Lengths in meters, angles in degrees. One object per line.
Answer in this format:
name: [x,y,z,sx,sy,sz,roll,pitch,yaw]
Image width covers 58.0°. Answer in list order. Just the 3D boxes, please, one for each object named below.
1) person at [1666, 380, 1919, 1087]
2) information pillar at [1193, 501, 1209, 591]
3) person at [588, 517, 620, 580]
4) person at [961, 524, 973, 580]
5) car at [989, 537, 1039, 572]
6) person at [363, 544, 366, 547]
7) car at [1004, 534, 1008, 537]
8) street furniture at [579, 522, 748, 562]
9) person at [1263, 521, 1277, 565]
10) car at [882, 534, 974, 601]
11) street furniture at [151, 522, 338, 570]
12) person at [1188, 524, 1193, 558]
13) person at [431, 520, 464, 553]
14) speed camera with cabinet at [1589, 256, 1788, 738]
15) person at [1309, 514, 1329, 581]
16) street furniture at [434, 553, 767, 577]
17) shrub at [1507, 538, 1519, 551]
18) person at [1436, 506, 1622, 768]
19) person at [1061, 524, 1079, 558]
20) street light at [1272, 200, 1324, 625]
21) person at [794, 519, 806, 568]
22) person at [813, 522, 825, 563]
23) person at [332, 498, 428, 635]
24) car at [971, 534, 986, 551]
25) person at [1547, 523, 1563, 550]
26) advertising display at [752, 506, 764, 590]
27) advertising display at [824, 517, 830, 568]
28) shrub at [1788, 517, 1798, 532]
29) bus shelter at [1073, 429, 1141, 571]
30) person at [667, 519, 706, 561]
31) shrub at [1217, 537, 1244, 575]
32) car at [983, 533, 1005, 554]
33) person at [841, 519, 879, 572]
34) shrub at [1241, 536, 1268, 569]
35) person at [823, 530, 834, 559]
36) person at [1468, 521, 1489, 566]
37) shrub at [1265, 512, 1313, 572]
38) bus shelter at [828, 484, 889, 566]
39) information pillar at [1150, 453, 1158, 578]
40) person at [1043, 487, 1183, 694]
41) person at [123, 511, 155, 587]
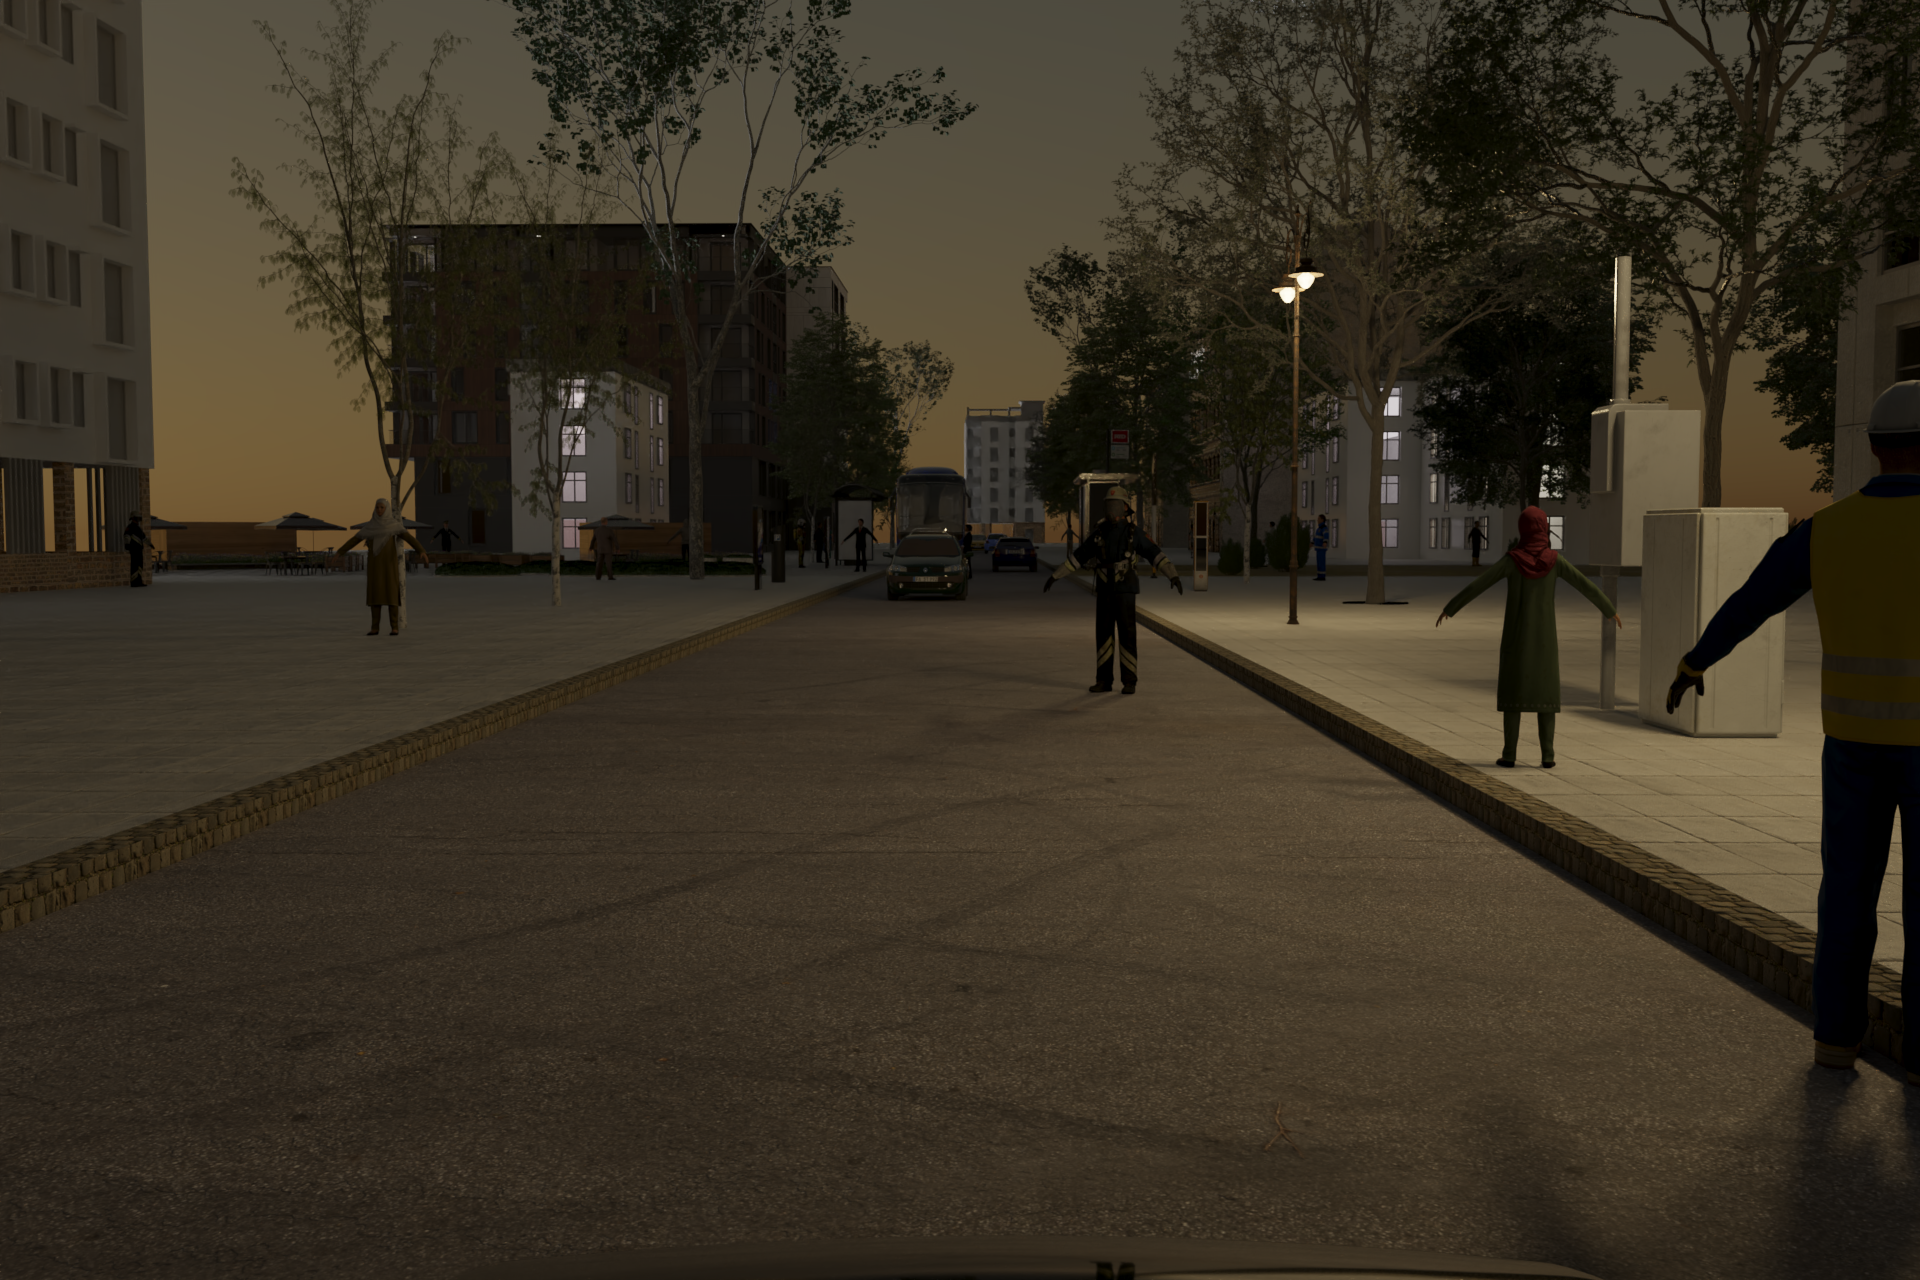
person: [2.505,0.234,4.599,0.705,1.833,1.349,-3,5,-43]
information pillar: [5.386,-2.097,38.780,0.304,2.012,0.304,0,4,1]
person: [-9.914,-2.553,48.335,0.990,1.755,0.434,1,4,22]
person: [0.168,-2.731,53.833,0.721,1.740,1.216,1,4,11]
car: [2.090,-3.309,66.684,1.945,1.354,3.894,0,4,1]
person: [-16.472,-2.573,48.857,0.721,1.737,1.214,1,4,10]
car: [3.637,-9.005,157.025,2.009,1.686,4.222,0,4,0]
street furniture: [-11.358,-3.737,67.957,11.010,1.723,9.812,-2,4,-28]
person: [12.918,-4.016,71.845,0.705,1.806,1.347,2,4,33]
car: [-0.688,-1.761,38.578,2.009,1.686,4.222,0,4,1]
street furniture: [-26.637,-3.557,65.011,11.010,1.723,9.812,-3,5,-44]
person: [12.311,-5.196,91.097,0.704,1.843,1.345,-1,4,-23]
person: [-20.707,-3.910,69.858,1.347,1.837,0.705,-2,4,-34]
speed camera with cabinet: [4.911,-1.066,11.773,0.660,3.252,2.038,0,4,1]
person: [9.897,-2.545,47.583,0.704,1.831,1.345,0,4,-5]
street furniture: [-11.005,-2.368,54.339,10.072,0.657,5.734,0,4,0]
shrub: [21.266,-3.366,66.155,1.383,1.207,1.383,0,3,0]
person: [3.142,-0.022,9.572,0.989,1.438,0.599,1,4,10]
person: [5.696,-5.086,89.423,1.348,1.796,0.705,3,5,43]
street light: [4.736,-3.160,24.451,0.468,5.910,1.993,0,4,1]
person: [-5.979,-3.659,65.601,0.705,1.858,1.354,0,4,-2]
person: [-6.215,-4.326,76.958,0.704,1.802,1.346,-2,4,-34]
person: [-7.307,-0.922,21.857,1.217,1.736,0.721,0,4,1]
car: [1.380,-7.618,134.774,2.015,1.641,3.980,0,4,1]
person: [23.193,-3.771,68.459,1.217,1.733,0.721,1,4,22]
advertising display: [-4.647,-2.120,39.876,0.123,1.923,0.974,0,4,1]
advertising display: [-4.985,-3.653,64.944,0.123,1.923,0.974,0,4,2]
shrub: [30.195,-3.648,63.689,1.661,2.075,1.752,0,3,0]
bus shelter: [5.315,-5.273,63.847,2.179,5.291,8.768,0,4,2]
person: [-9.510,-3.310,60.241,1.348,1.813,0.705,-1,4,-11]
shrub: [8.483,-2.632,54.145,1.383,1.207,1.383,0,3,0]
car: [2.624,-7.141,126.354,1.945,1.707,3.694,0,4,0]
person: [-3.375,-3.218,58.805,1.347,1.806,0.705,1,4,16]
shrub: [10.857,-3.217,63.719,1.383,1.207,1.383,0,3,0]
person: [-6.755,-5.017,88.154,0.704,1.817,1.347,-3,4,-36]
person: [20.556,-3.836,68.851,1.346,1.812,0.704,-3,4,-38]
shrub: [11.102,-3.332,58.512,1.661,2.075,1.752,0,3,0]
bus shelter: [-4.166,-4.789,72.227,2.014,3.302,5.546,0,4,2]
information pillar: [5.629,-3.602,50.247,0.183,3.616,0.504,0,4,1]
person: [1.398,-0.450,15.600,1.354,1.856,0.705,2,4,29]
person: [-19.885,-2.202,41.864,0.704,1.845,1.351,0,4,0]
